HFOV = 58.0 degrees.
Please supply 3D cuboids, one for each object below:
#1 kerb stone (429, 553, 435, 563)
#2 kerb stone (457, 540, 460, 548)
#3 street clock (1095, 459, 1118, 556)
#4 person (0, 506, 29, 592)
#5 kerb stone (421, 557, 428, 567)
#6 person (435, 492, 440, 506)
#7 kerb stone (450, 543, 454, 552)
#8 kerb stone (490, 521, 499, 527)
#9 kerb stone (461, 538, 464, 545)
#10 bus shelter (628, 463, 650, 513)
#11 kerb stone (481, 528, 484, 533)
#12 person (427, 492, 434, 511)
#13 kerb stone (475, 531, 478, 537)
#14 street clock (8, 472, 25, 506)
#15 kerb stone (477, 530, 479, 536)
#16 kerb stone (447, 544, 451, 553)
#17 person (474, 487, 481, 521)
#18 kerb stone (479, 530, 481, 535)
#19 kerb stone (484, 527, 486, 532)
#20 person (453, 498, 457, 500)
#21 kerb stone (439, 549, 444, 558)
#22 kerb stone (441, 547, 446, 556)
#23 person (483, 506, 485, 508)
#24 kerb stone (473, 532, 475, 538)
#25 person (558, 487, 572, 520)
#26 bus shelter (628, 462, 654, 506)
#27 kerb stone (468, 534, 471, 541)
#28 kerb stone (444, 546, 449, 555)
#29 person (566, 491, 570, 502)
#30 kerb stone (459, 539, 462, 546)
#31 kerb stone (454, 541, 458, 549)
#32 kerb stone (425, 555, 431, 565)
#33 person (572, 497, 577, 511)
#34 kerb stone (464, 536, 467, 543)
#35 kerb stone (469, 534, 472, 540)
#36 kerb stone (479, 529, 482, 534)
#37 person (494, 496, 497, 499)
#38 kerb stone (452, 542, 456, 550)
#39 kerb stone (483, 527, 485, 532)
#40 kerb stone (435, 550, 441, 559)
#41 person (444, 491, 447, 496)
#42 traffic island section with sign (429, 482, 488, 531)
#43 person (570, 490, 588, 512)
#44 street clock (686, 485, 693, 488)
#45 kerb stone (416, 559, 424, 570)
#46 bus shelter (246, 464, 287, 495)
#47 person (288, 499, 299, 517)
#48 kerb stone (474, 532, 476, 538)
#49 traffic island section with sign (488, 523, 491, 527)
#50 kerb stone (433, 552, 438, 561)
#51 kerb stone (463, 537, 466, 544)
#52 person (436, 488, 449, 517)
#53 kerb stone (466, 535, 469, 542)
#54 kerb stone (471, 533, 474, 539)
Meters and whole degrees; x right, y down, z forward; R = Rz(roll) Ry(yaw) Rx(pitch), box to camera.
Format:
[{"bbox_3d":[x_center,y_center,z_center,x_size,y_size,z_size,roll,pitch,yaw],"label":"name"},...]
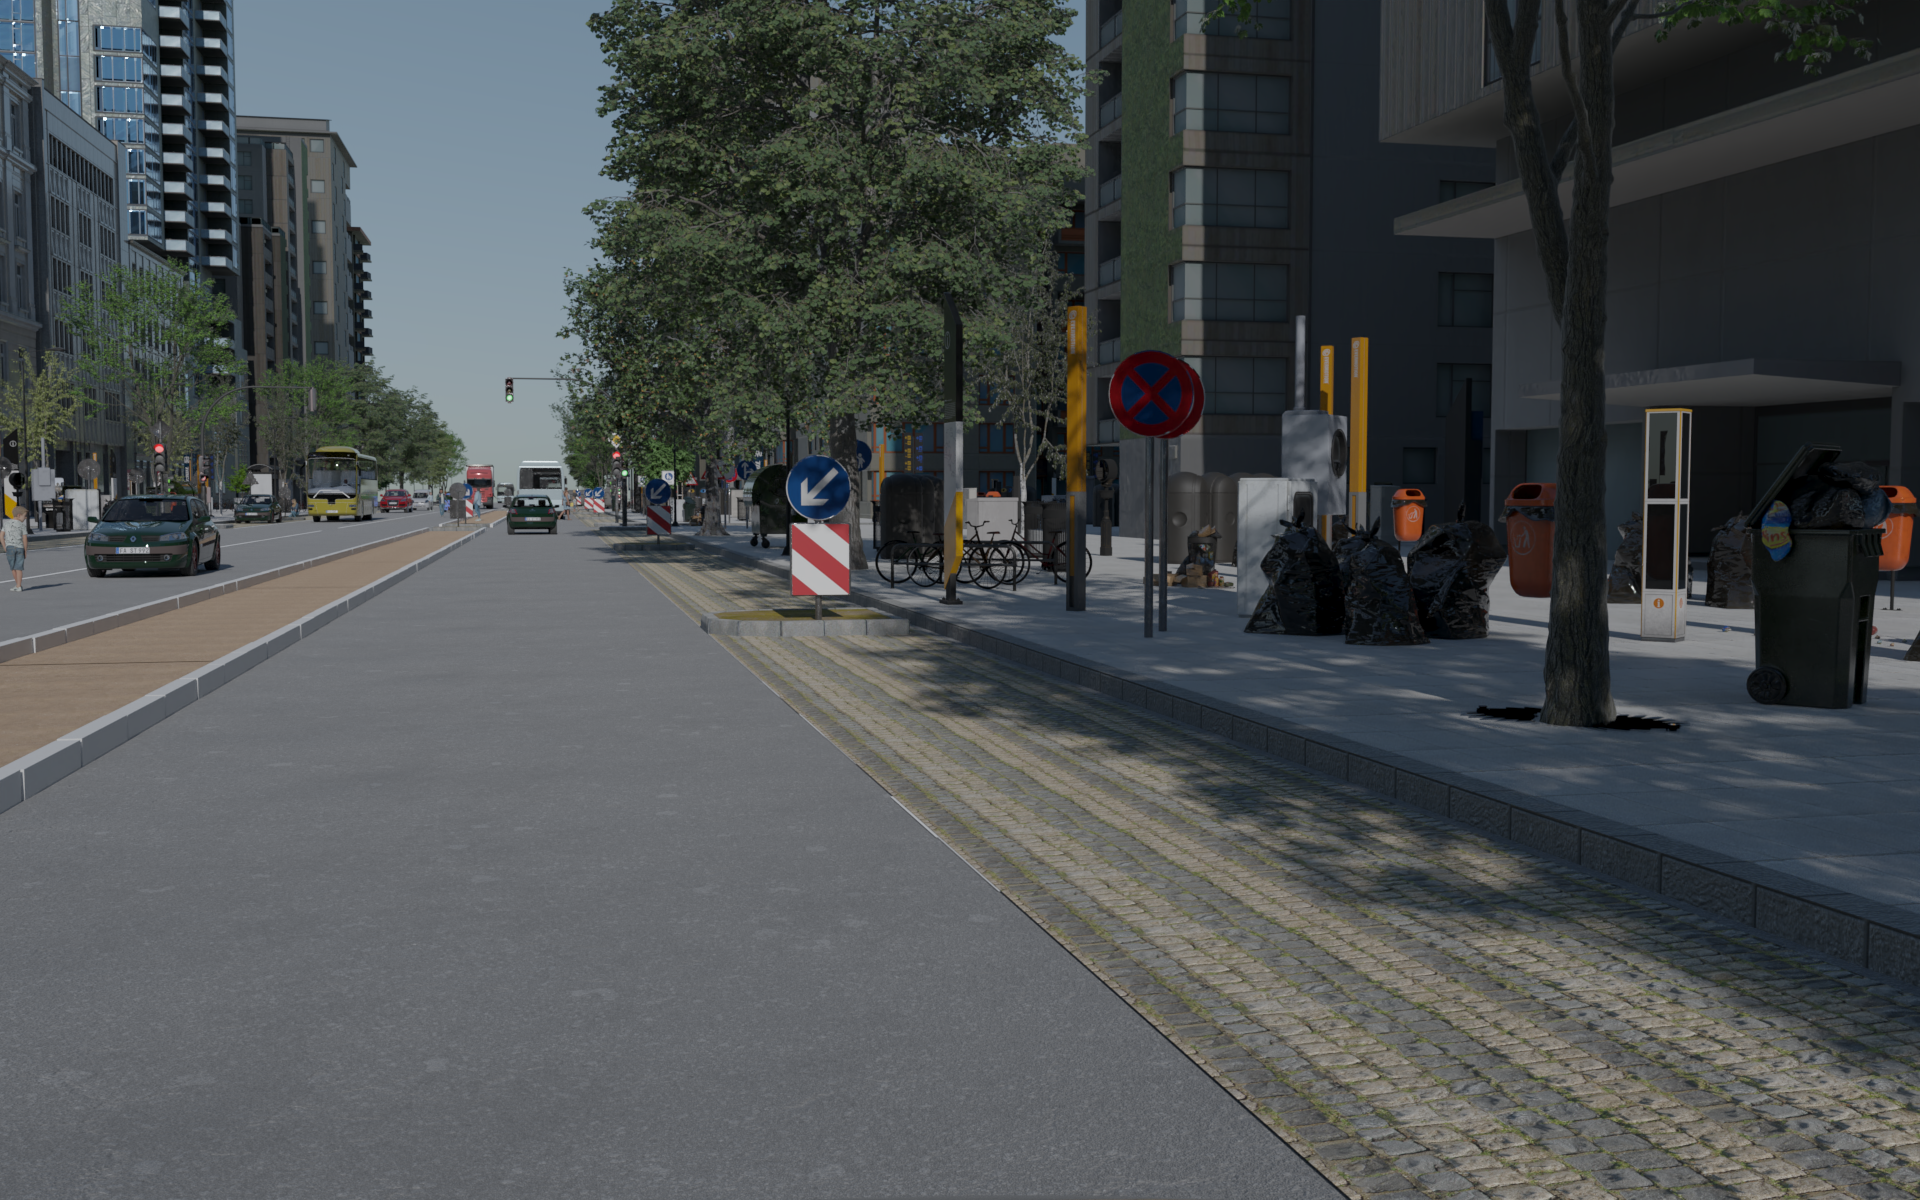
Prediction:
[{"bbox_3d":[-10.914,-0.809,35.493,0.120,0.150,1.000,-1,4,-13],"label":"kerb stone"},{"bbox_3d":[-13.279,-1.423,45.456,0.120,0.150,1.000,-1,4,-13],"label":"kerb stone"},{"bbox_3d":[3.030,-1.915,35.880,0.358,2.002,0.471,-2,4,-32],"label":"street clock"},{"bbox_3d":[-13.905,-0.752,25.485,0.332,1.250,0.352,1,4,20],"label":"person"},{"bbox_3d":[-10.444,-0.691,33.493,0.120,0.150,1.000,-1,4,-13],"label":"kerb stone"},{"bbox_3d":[-62.091,-12.060,206.475,0.721,1.735,1.217,3,4,37],"label":"person"},{"bbox_3d":[-12.573,-1.240,42.470,0.120,0.150,1.000,-1,4,-13],"label":"kerb stone"},{"bbox_3d":[-20.953,-3.402,77.917,0.120,0.150,1.000,-1,4,-13],"label":"kerb stone"},{"bbox_3d":[-13.753,-1.543,47.448,0.120,0.150,1.000,-1,4,-13],"label":"kerb stone"},{"bbox_3d":[-21.935,-8.710,120.033,2.179,5.291,8.768,-1,4,-13],"label":"bus shelter"},{"bbox_3d":[-17.042,-2.398,61.406,0.120,0.150,1.000,-1,4,-13],"label":"kerb stone"},{"bbox_3d":[-44.289,-8.234,144.944,0.330,1.601,0.589,3,5,43],"label":"person"},{"bbox_3d":[-15.866,-2.093,56.420,0.120,0.150,1.000,-1,4,-13],"label":"kerb stone"},{"bbox_3d":[-31.510,-3.263,57.923,0.358,2.002,0.471,2,4,25],"label":"street clock"},{"bbox_3d":[-16.102,-2.154,57.415,0.120,0.150,1.000,-1,4,-13],"label":"kerb stone"},{"bbox_3d":[-12.334,-1.179,41.476,0.120,0.150,1.000,-1,4,-13],"label":"kerb stone"},{"bbox_3d":[-25.703,-5.115,92.395,0.793,1.790,0.793,-2,4,-28],"label":"person"},{"bbox_3d":[-16.336,-2.215,58.412,0.120,0.150,1.000,-1,4,-13],"label":"kerb stone"},{"bbox_3d":[-17.518,-2.520,63.398,0.120,0.150,1.000,-1,4,-13],"label":"kerb stone"},{"bbox_3d":[-29.464,-5.658,101.356,0.624,1.780,0.694,0,4,0],"label":"person"},{"bbox_3d":[-11.623,-0.996,38.477,0.120,0.150,1.000,-1,4,-13],"label":"kerb stone"},{"bbox_3d":[-11.858,-1.053,39.481,0.120,0.150,1.000,-1,4,-13],"label":"kerb stone"},{"bbox_3d":[-49.069,-10.431,178.984,1.348,1.831,0.705,-2,4,-24],"label":"person"},{"bbox_3d":[-15.397,-1.971,54.428,0.120,0.150,1.000,-1,4,-13],"label":"kerb stone"},{"bbox_3d":[-21.513,-5.251,94.444,0.778,1.811,0.616,-2,4,-35],"label":"person"},{"bbox_3d":[-23.607,-8.382,128.335,1.731,3.624,6.357,-1,4,-13],"label":"bus shelter"},{"bbox_3d":[-14.689,-1.789,51.442,0.120,0.150,1.000,-1,4,-13],"label":"kerb stone"},{"bbox_3d":[-12.095,-1.112,40.481,0.120,0.150,1.000,-1,4,-13],"label":"kerb stone"},{"bbox_3d":[-33.516,-8.473,147.789,0.466,1.731,0.760,-1,4,-22],"label":"person"},{"bbox_3d":[-13.513,-1.484,46.454,0.120,0.150,1.000,-1,4,-13],"label":"kerb stone"},{"bbox_3d":[-13.047,-1.362,44.459,0.120,0.150,1.000,-1,4,-13],"label":"kerb stone"},{"bbox_3d":[-10.679,-0.746,34.489,0.120,0.150,1.000,-1,4,-13],"label":"kerb stone"},{"bbox_3d":[-28.993,-7.161,130.265,0.352,1.250,0.332,-1,4,-11],"label":"person"},{"bbox_3d":[-14.219,-1.666,49.439,0.120,0.150,1.000,-1,4,-13],"label":"kerb stone"},{"bbox_3d":[-14.927,-1.847,52.438,0.120,0.150,1.000,-1,4,-13],"label":"kerb stone"},{"bbox_3d":[-16.579,-2.276,59.407,0.120,0.150,1.000,-1,4,-13],"label":"kerb stone"},{"bbox_3d":[-47.520,-10.197,175.160,1.348,1.831,0.705,-2,4,-24],"label":"person"},{"bbox_3d":[-12.803,-1.301,43.467,0.120,0.150,1.000,-1,4,-13],"label":"kerb stone"},{"bbox_3d":[-17.282,-2.454,62.402,0.120,0.150,1.000,-1,4,-13],"label":"kerb stone"},{"bbox_3d":[-11.387,-0.935,37.483,0.120,0.150,1.000,-1,4,-13],"label":"kerb stone"},{"bbox_3d":[-45.403,-8.768,152.572,0.721,1.743,1.217,3,4,38],"label":"person"},{"bbox_3d":[-19.570,-3.624,67.382,2.006,1.907,1.989,-1,4,-13],"label":"traffic island section with sign"},{"bbox_3d":[-30.994,-8.098,141.121,1.509,1.804,0.699,-1,4,-18],"label":"person"},{"bbox_3d":[-18.553,-6.978,118.654,0.471,2.002,0.358,-1,4,-10],"label":"street clock"},{"bbox_3d":[-10.211,-0.630,32.496,0.120,0.150,1.000,-1,4,-13],"label":"kerb stone"},{"bbox_3d":[-47.722,-7.658,119.124,2.014,3.302,5.546,-1,4,-13],"label":"bus shelter"},{"bbox_3d":[-38.565,-5.275,100.240,1.012,1.151,0.738,3,5,43],"label":"person"},{"bbox_3d":[-15.646,-2.032,55.419,0.120,0.150,1.000,-1,4,-13],"label":"kerb stone"},{"bbox_3d":[-21.267,-4.065,74.593,2.006,1.907,1.989,-1,4,-13],"label":"traffic island section with sign"},{"bbox_3d":[-11.151,-0.874,36.487,0.120,0.150,1.000,-1,4,-13],"label":"kerb stone"},{"bbox_3d":[-13.981,-1.603,48.444,0.120,0.150,1.000,-1,4,-13],"label":"kerb stone"},{"bbox_3d":[-31.825,-5.962,106.333,0.721,1.781,0.623,3,4,37],"label":"person"},{"bbox_3d":[-14.456,-1.728,50.441,0.120,0.150,1.000,-1,4,-13],"label":"kerb stone"},{"bbox_3d":[-15.171,-1.910,53.431,0.120,0.150,1.000,-1,4,-13],"label":"kerb stone"}]
